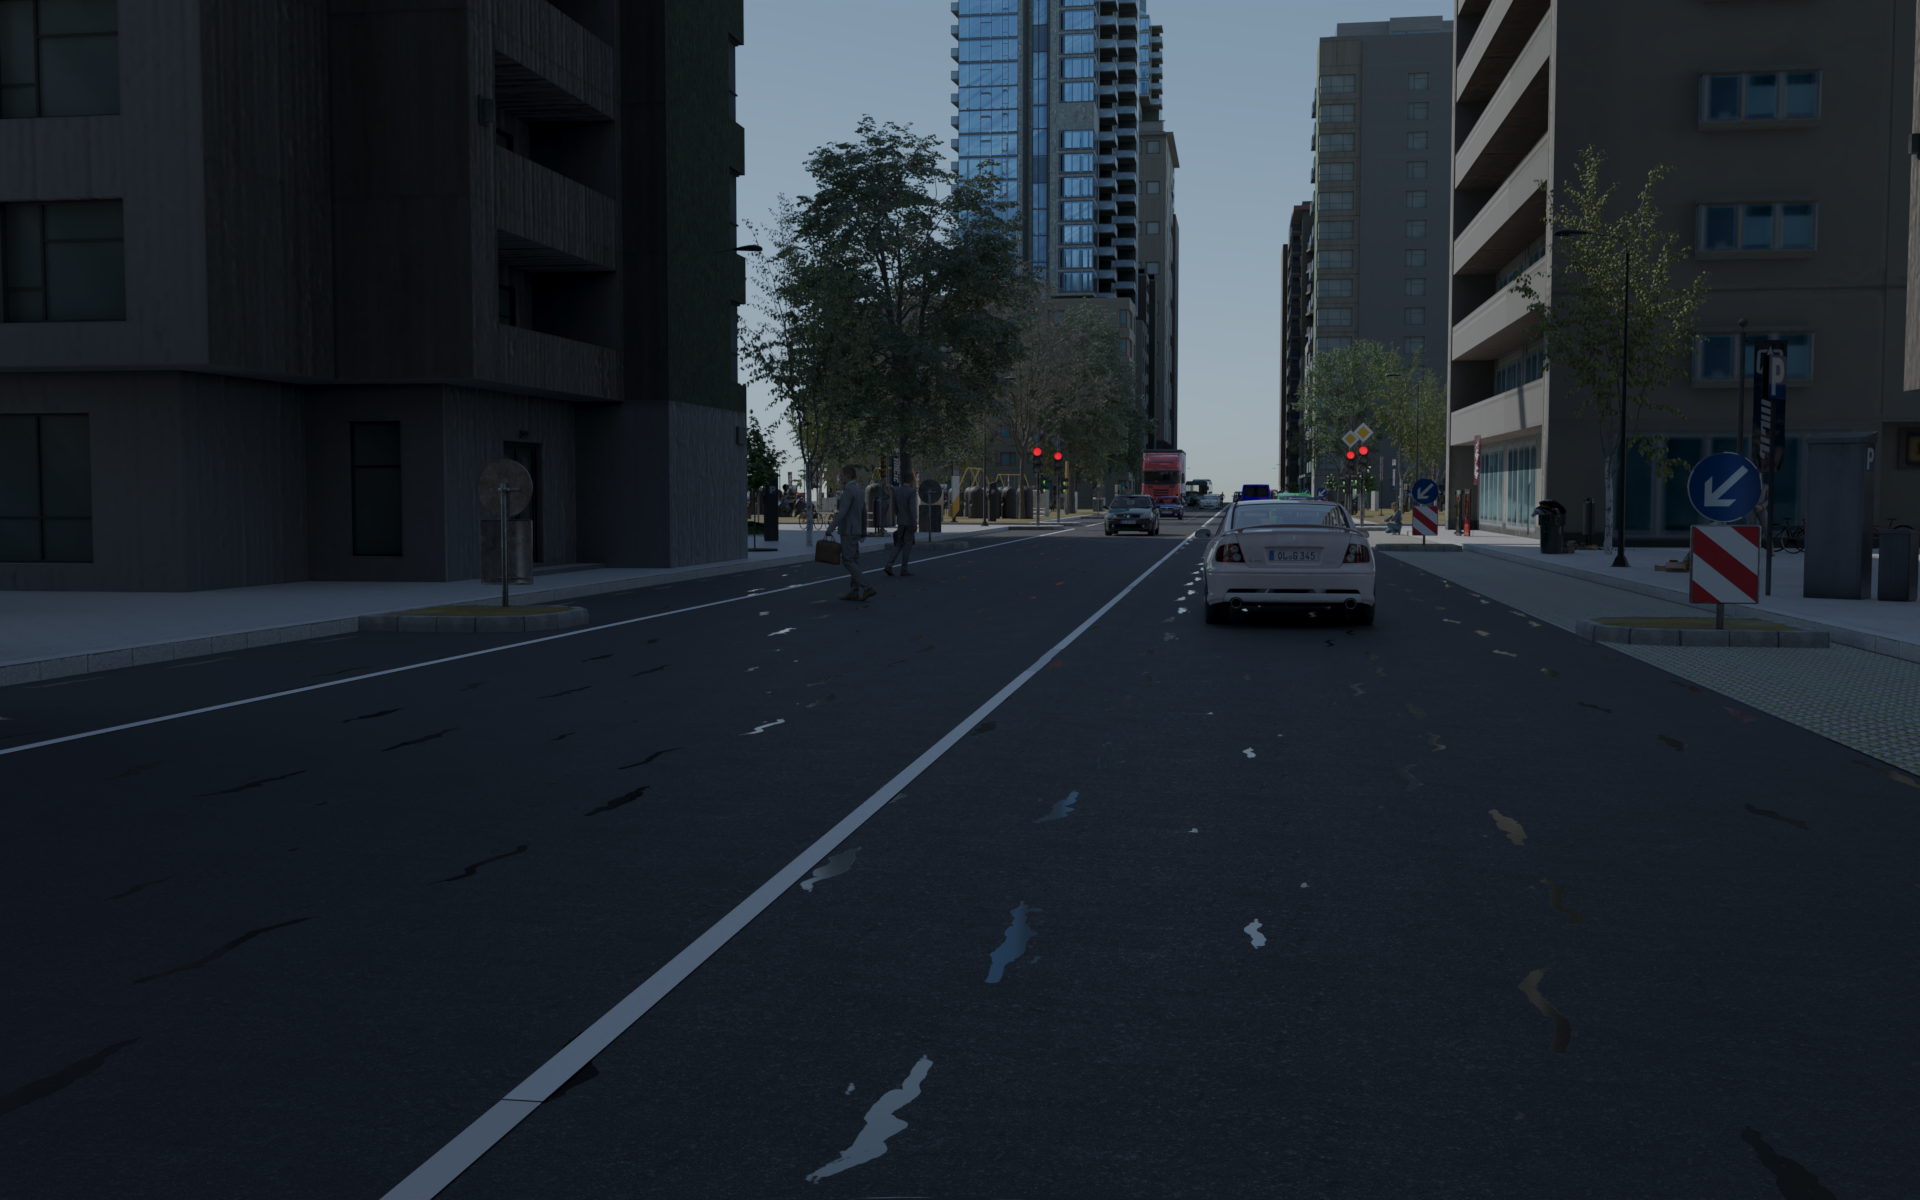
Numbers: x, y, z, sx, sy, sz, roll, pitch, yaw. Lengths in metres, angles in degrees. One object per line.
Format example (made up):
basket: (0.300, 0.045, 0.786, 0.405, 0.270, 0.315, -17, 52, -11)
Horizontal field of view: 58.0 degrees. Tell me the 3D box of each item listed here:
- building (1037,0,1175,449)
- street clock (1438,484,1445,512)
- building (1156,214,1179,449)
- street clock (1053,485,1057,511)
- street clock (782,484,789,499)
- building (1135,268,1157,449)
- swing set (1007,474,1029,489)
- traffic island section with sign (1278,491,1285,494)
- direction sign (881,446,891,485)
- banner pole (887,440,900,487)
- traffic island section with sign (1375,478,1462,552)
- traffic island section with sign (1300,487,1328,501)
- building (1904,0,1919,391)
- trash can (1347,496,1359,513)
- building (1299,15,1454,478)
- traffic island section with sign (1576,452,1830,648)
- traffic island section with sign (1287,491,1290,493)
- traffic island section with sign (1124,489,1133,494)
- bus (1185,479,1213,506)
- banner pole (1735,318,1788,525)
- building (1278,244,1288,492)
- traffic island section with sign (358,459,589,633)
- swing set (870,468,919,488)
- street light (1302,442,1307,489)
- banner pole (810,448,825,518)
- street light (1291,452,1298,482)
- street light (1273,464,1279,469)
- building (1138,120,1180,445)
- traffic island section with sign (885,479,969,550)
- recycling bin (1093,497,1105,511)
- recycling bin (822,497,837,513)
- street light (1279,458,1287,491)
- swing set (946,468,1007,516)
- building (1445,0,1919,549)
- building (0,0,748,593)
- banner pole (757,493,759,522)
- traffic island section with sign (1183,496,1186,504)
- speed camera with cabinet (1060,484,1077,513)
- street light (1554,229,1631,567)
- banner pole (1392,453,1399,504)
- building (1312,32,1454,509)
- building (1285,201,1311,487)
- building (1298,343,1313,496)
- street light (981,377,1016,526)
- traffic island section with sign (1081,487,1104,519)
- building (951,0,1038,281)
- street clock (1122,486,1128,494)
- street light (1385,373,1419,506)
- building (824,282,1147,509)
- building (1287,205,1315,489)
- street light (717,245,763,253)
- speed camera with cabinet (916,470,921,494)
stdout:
building: (26.354, -59.857, 291.330, 22.319, 86.520, 31.000, 1, 4, 9)
street clock: (34.972, -7.419, 125.869, 0.358, 2.002, 0.471, -2, 4, -25)
building: (26.740, -37.885, 269.536, 14.600, 45.320, 14.200, 1, 4, 9)
street clock: (7.228, -7.808, 132.235, 0.358, 2.002, 0.471, 0, 4, 6)
street clock: (-12.268, -7.175, 121.882, 0.471, 2.002, 0.358, -1, 4, -9)
building: (17.521, -27.389, 219.511, 14.160, 30.474, 14.107, 1, 4, 9)
swing set: (3.992, -8.516, 136.862, 3.119, 2.851, 2.862, -3, 5, -44)
traffic island section with sign: (37.079, -11.772, 201.096, 1.989, 1.847, 2.006, 1, 4, 9)
direction sign: (-3.260, -5.429, 80.754, 0.876, 3.537, 0.379, 0, 3, 0)
banner pole: (-2.756, -4.954, 71.017, 0.863, 3.779, 0.401, 1, 4, 22)
traffic island section with sign: (11.536, -2.144, 43.687, 1.989, 1.847, 2.006, 1, 4, 9)
traffic island section with sign: (20.440, -5.499, 98.536, 1.989, 1.847, 2.006, 1, 4, 9)
building: (20.249, -15.277, 21.488, 14.160, 30.474, 14.107, 1, 4, 9)
trash can: (24.819, -5.979, 109.405, 0.748, 1.137, 0.748, 0, 3, 0)
building: (47.683, -34.204, 178.838, 23.786, 49.044, 30.456, 1, 4, 9)
traffic island section with sign: (7.205, -0.516, 17.068, 1.989, 1.847, 2.006, 1, 4, 9)
traffic island section with sign: (24.766, -7.126, 125.143, 1.989, 1.847, 2.006, 1, 4, 9)
traffic island section with sign: (12.381, -7.244, 127.059, 1.989, 1.847, 2.006, 1, 4, 9)
bus: (28.699, -13.032, 207.924, 2.948, 3.499, 13.247, 1, 4, 11)
banner pole: (11.394, -2.126, 24.777, 0.863, 3.779, 0.401, 0, 4, 3)
building: (62.307, -39.667, 298.660, 14.600, 45.320, 14.200, 1, 4, 9)
traffic island section with sign: (-5.173, -0.628, 18.895, 1.989, 1.847, 2.006, 1, 4, 9)
swing set: (-4.035, -6.446, 103.016, 3.119, 2.851, 2.862, 3, 5, 40)
street light: (31.304, -11.118, 154.326, 1.470, 5.913, 1.316, 1, 4, 9)
banner pole: (-7.675, -6.302, 93.058, 0.863, 3.779, 0.401, -2, 4, -23)
street light: (36.989, -13.290, 189.830, 1.470, 5.913, 1.316, 1, 4, 9)
street light: (50.125, -18.239, 270.751, 1.470, 5.913, 1.316, 1, 4, 9)
building: (16.658, -40.398, 249.744, 28.713, 52.752, 27.495, 1, 4, 9)
traffic island section with sign: (-0.821, -2.267, 45.695, 1.989, 1.847, 2.006, 1, 4, 9)
recycling bin: (10.306, -7.079, 128.300, 0.722, 1.027, 0.722, -1, 4, -16)
recycling bin: (-9.238, -6.627, 120.901, 0.722, 1.027, 0.722, 2, 4, 32)
street light: (44.477, -16.067, 235.240, 1.470, 5.913, 1.316, 1, 4, 9)
swing set: (0.874, -6.487, 103.685, 2.862, 2.851, 3.119, 1, 4, 15)
building: (26.359, -26.015, 49.048, 21.300, 48.544, 21.600, 1, 4, 9)
building: (-12.259, -15.676, 28.000, 14.160, 30.474, 14.107, 1, 4, 9)
banner pole: (-7.665, -4.675, 66.450, 0.401, 3.779, 0.863, 1, 4, 13)
traffic island section with sign: (37.963, -16.879, 284.597, 1.989, 1.847, 2.006, 1, 4, 9)
speed camera with cabinet: (7.529, -7.746, 120.981, 0.660, 3.252, 2.038, 2, 4, 29)
street light: (11.106, -3.540, 30.428, 1.470, 5.913, 1.316, 1, 4, 9)
banner pole: (26.228, -6.992, 104.341, 0.401, 3.779, 0.863, -1, 4, -19)
building: (39.380, -29.010, 157.900, 14.154, 41.232, 14.086, 1, 4, 9)
building: (63.885, -40.121, 279.681, 21.300, 48.544, 21.600, 1, 4, 9)
building: (55.334, -22.227, 208.449, 27.650, 21.520, 28.899, 1, 4, 9)
street light: (1.519, -5.889, 68.832, 1.470, 5.913, 1.316, 1, 4, 9)
traffic island section with sign: (8.062, -5.616, 100.451, 1.989, 1.847, 2.006, 1, 4, 9)
building: (10.318, -54.032, 196.098, 22.319, 86.520, 31.000, 1, 4, 9)
street clock: (14.540, -9.064, 152.763, 0.471, 2.002, 0.358, 3, 5, 44)
street light: (17.067, -5.763, 66.765, 1.470, 5.913, 1.316, 1, 4, 9)
building: (3.564, -19.808, 168.892, 27.650, 21.520, 28.899, 1, 4, 9)
building: (59.692, -36.718, 254.959, 22.147, 44.769, 28.867, 1, 4, 9)
street light: (-4.361, -3.667, 32.492, 1.470, 5.913, 1.316, 1, 4, 9)
speed camera with cabinet: (-3.297, -9.151, 143.949, 0.660, 3.252, 2.038, 0, 4, 6)
